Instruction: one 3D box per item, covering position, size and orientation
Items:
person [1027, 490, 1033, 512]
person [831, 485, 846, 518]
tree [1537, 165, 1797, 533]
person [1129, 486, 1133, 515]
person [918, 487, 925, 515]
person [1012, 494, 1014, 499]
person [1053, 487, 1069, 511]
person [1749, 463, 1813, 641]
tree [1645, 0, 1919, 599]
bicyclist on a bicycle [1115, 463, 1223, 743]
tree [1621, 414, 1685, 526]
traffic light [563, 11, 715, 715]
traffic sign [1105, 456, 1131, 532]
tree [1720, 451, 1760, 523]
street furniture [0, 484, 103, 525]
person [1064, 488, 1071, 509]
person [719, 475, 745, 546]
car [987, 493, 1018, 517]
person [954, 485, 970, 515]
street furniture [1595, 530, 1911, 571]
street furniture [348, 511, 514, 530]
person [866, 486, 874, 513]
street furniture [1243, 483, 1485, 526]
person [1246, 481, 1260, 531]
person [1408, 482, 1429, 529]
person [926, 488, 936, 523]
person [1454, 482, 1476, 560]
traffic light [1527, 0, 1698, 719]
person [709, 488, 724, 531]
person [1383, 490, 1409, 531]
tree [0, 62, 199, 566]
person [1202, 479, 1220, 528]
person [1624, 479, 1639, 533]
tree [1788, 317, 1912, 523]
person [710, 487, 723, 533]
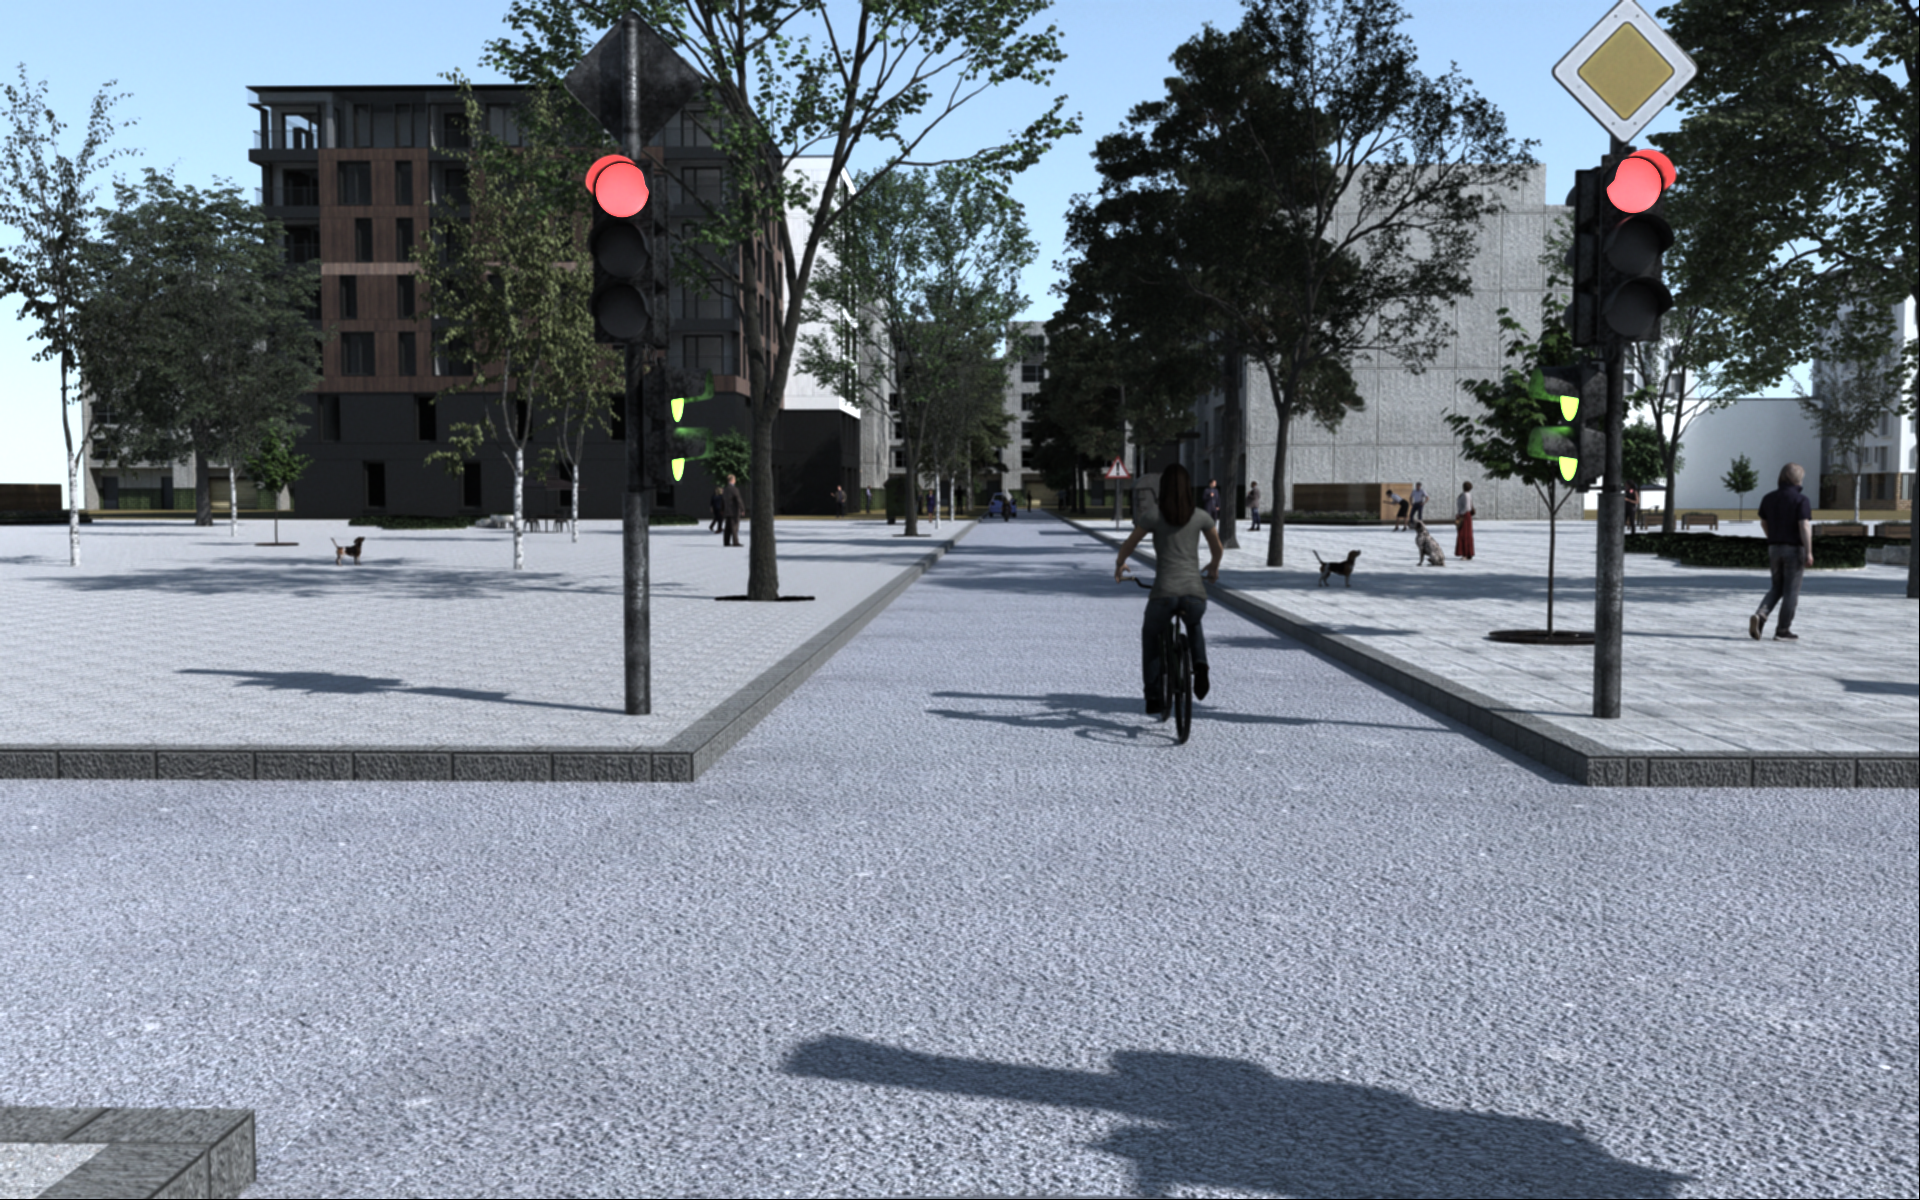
[{"bbox_3d":[5.597,-7.879,137.838,0.721,1.766,1.217,-1,4,-17],"label":"person"},{"bbox_3d":[-6.550,-5.304,93.296,0.617,1.759,0.750,2,4,24],"label":"person"},{"bbox_3d":[22.784,-7.945,55.650,9.928,11.665,9.643,0,3,0],"label":"tree"},{"bbox_3d":[10.698,-6.141,106.962,0.721,1.766,1.217,-1,4,-13],"label":"person"},{"bbox_3d":[-2.449,-6.216,108.223,0.434,1.755,0.990,-2,4,-26],"label":"person"},{"bbox_3d":[4.689,-9.154,161.355,0.628,1.438,0.799,1,4,10],"label":"person"},{"bbox_3d":[7.821,-7.799,133.543,1.348,1.826,0.705,-1,4,-22],"label":"person"},{"bbox_3d":[7.156,-0.424,15.177,0.471,1.553,0.569,1,4,10],"label":"person"},{"bbox_3d":[11.491,-6.284,20.865,7.486,12.596,7.792,0,3,0],"label":"tree"},{"bbox_3d":[1.284,-0.025,10.438,1.499,1.676,1.625,0,4,1],"label":"bicyclist on a bicycle"},{"bbox_3d":[27.315,-5.268,69.844,4.285,4.588,4.351,0,3,0],"label":"tree"},{"bbox_3d":[-1.862,-1.269,9.987,0.839,4.213,0.868,0,4,2],"label":"traffic light"},{"bbox_3d":[5.319,-3.572,58.410,0.884,2.594,0.081,0,4,3],"label":"traffic sign"},{"bbox_3d":[35.262,-5.128,78.447,1.663,3.219,1.824,0,3,0],"label":"tree"},{"bbox_3d":[-41.655,-4.063,73.292,11.010,1.723,9.812,0,4,5],"label":"street furniture"},{"bbox_3d":[9.198,-8.733,148.855,1.348,1.821,0.705,-1,4,-18],"label":"person"},{"bbox_3d":[-5.567,-2.193,42.457,0.434,1.755,0.990,-3,5,-40],"label":"person"},{"bbox_3d":[2.665,-6.056,108.600,1.945,1.707,3.694,0,3,0],"label":"car"},{"bbox_3d":[-0.014,-6.050,104.972,1.348,1.822,0.705,2,4,25],"label":"person"},{"bbox_3d":[15.823,-1.093,33.501,5.734,0.657,10.072,1,4,13],"label":"street furniture"},{"bbox_3d":[-20.148,-3.115,66.550,5.734,0.657,10.072,-2,4,-24],"label":"street furniture"},{"bbox_3d":[-5.912,-6.628,114.275,0.599,1.838,0.709,0,4,0],"label":"person"},{"bbox_3d":[16.080,-4.157,74.816,11.010,1.723,9.812,-2,4,-33],"label":"street furniture"},{"bbox_3d":[10.188,-3.266,60.261,0.431,1.722,0.655,2,4,33],"label":"person"},{"bbox_3d":[16.545,-3.406,62.661,0.436,1.711,0.756,-3,4,-38],"label":"person"},{"bbox_3d":[-1.308,-4.252,77.939,0.453,1.535,0.546,-1,4,-19],"label":"person"},{"bbox_3d":[9.853,-1.547,33.797,0.387,1.526,0.523,2,4,23],"label":"person"},{"bbox_3d":[3.697,-1.260,9.841,0.839,4.213,0.868,0,4,2],"label":"traffic light"},{"bbox_3d":[-8.376,-3.165,60.478,0.600,1.496,0.574,3,5,43],"label":"person"},{"bbox_3d":[15.097,-3.100,59.910,0.799,1.438,0.628,0,4,-5],"label":"person"},{"bbox_3d":[-15.494,-4.907,30.587,4.360,8.622,3.978,0,3,0],"label":"tree"},{"bbox_3d":[7.008,-2.530,48.322,0.541,1.710,0.530,-1,4,-12],"label":"person"},{"bbox_3d":[16.410,-2.151,42.685,0.593,1.643,0.415,2,4,26],"label":"person"},{"bbox_3d":[36.279,-7.335,70.295,4.360,8.622,3.978,0,3,0],"label":"tree"},{"bbox_3d":[-7.947,-2.954,56.888,0.480,1.512,0.613,0,4,-6],"label":"person"}]
